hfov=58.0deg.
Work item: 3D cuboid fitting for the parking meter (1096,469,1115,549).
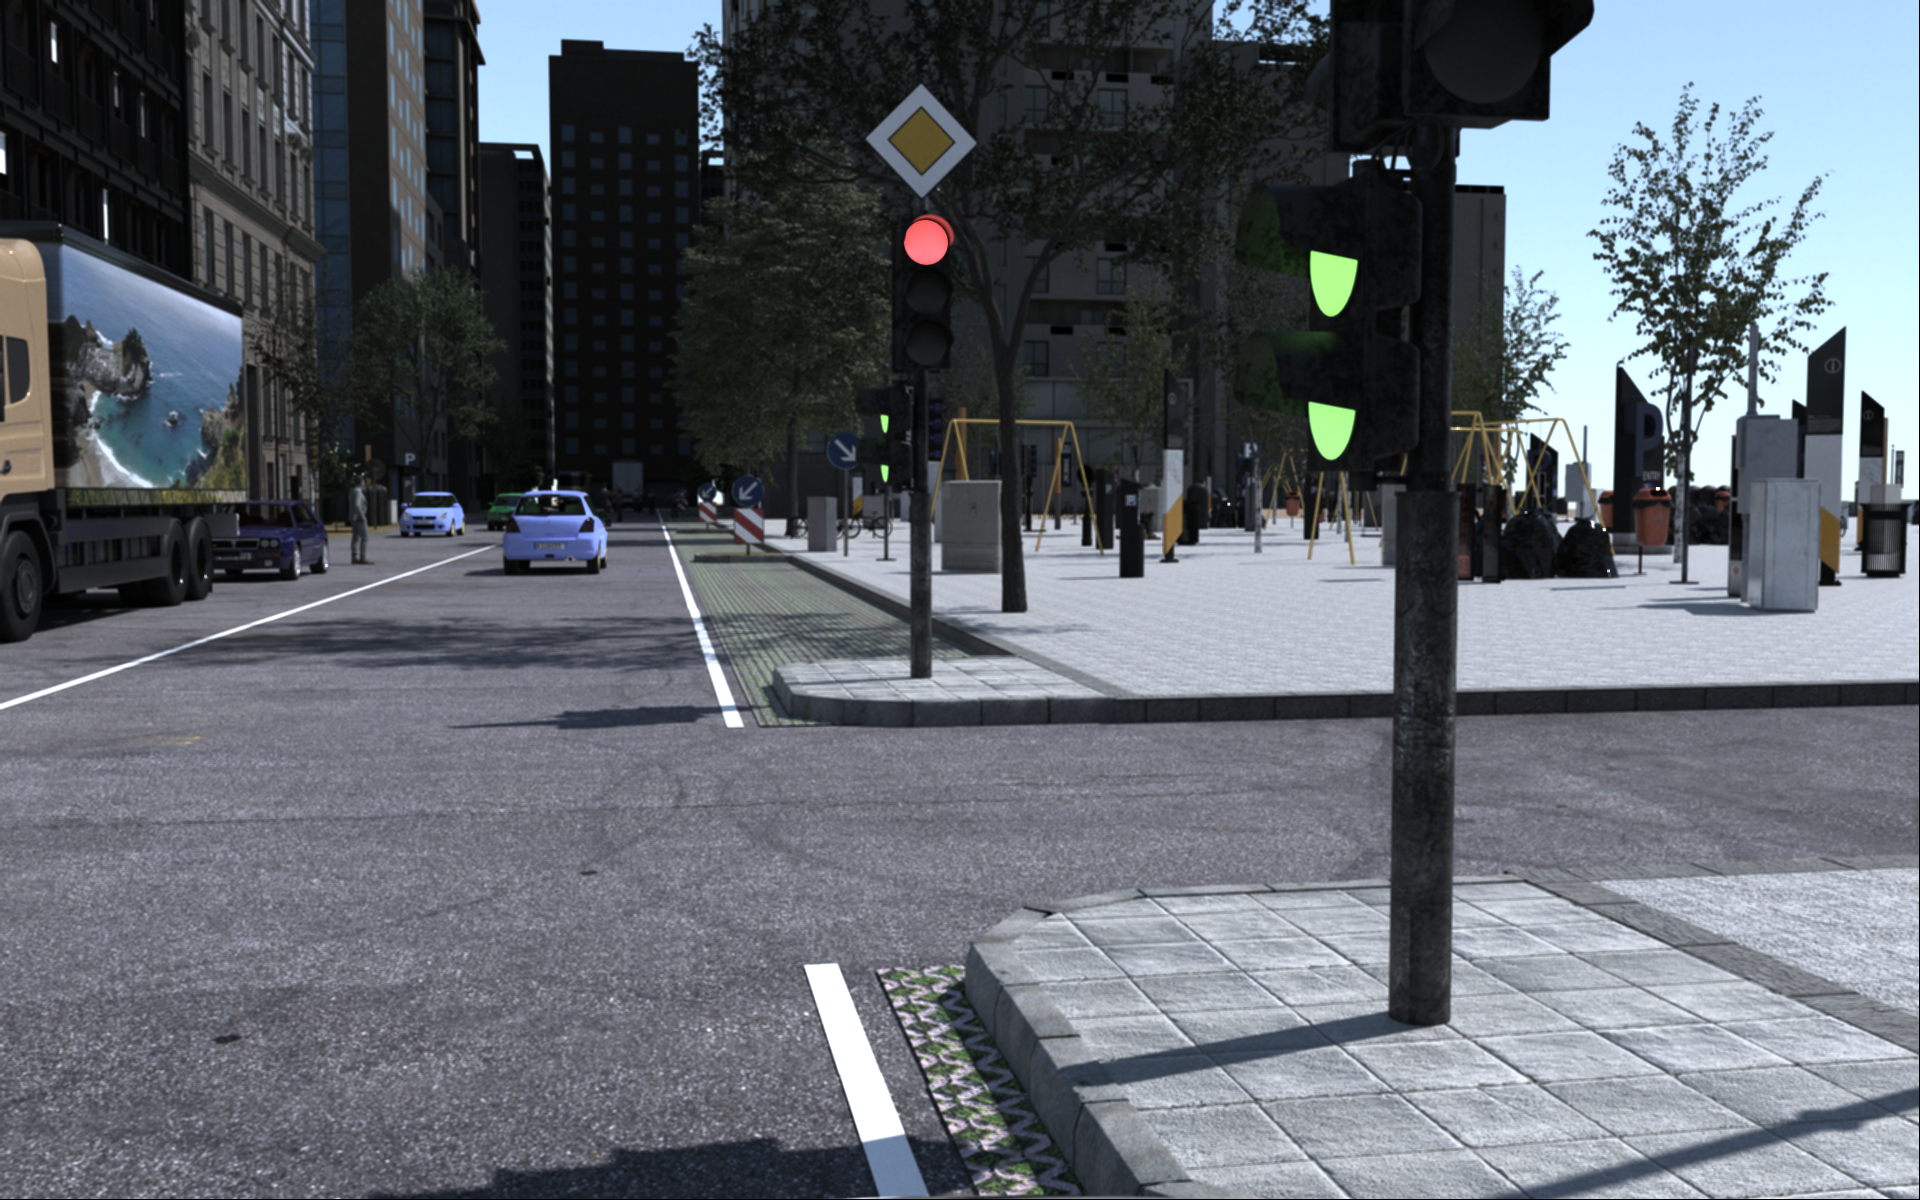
[{"bbox_3d":[3.371,-2.111,40.225,0.399,1.863,0.255,-3,5,-40],"label":"parking meter"}]

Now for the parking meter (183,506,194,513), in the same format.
[{"bbox_3d":[-16.200,-1.698,36.168,0.372,1.533,0.369,0,3,0],"label":"parking meter"}]

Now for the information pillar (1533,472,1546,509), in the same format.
[{"bbox_3d":[19.678,-3.325,58.862,0.304,2.012,0.304,-1,4,-12],"label":"information pillar"}]

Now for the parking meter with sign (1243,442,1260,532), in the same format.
[{"bbox_3d":[9.990,-3.843,59.094,0.543,3.016,1.738,1,4,14],"label":"parking meter with sign"}]

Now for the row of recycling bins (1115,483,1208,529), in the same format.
[{"bbox_3d":[7.418,-3.466,63.779,3.534,1.692,1.069,1,4,20],"label":"row of recycling bins"}]

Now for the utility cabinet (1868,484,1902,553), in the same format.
[{"bbox_3d":[19.966,-1.757,37.402,0.318,1.500,1.173,3,5,44],"label":"utility cabinet"}]

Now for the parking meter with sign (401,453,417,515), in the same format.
[{"bbox_3d":[-22.935,-4.632,72.000,0.543,3.016,1.738,-1,4,-11],"label":"parking meter with sign"}]

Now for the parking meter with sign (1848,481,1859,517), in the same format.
[{"bbox_3d":[50.899,-6.206,97.731,1.738,3.016,0.543,-1,4,-11],"label":"parking meter with sign"}]

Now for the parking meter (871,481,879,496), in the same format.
[{"bbox_3d":[-3.928,-4.539,79.925,0.255,1.863,0.399,2,4,29],"label":"parking meter"}]

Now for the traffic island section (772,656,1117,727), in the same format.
[{"bbox_3d":[-0.250,0.622,12.114,2.009,0.180,2.903,-1,4,-10],"label":"traffic island section"}]

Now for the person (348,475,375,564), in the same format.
[{"bbox_3d":[-12.294,-1.639,35.398,0.391,1.810,0.635,-3,5,-43],"label":"person"}]

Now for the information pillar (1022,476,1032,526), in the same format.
[{"bbox_3d":[2.719,-4.048,70.669,0.304,2.012,0.304,3,4,38],"label":"information pillar"}]

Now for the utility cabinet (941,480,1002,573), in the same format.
[{"bbox_3d":[0.236,-1.199,28.280,1.173,1.500,0.318,3,4,38],"label":"utility cabinet"}]

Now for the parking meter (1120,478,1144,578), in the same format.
[{"bbox_3d":[2.650,-1.117,26.674,0.372,1.533,0.369,0,3,0],"label":"parking meter"}]

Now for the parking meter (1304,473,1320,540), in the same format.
[{"bbox_3d":[9.948,-2.644,48.933,0.399,1.863,0.255,-1,4,-17],"label":"parking meter"}]

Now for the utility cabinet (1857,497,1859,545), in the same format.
[{"bbox_3d":[23.053,-1.988,43.664,1.020,1.237,0.306,-2,4,-31],"label":"utility cabinet"}]

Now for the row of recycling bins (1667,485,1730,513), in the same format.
[{"bbox_3d":[35.350,-4.627,82.765,1.069,1.692,3.534,-2,4,-29],"label":"row of recycling bins"}]

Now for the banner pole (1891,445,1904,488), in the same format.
[{"bbox_3d":[47.388,-5.973,87.674,0.863,3.779,0.401,0,4,-6],"label":"banner pole"}]

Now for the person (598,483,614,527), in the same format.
[{"bbox_3d":[-15.547,-4.164,75.942,0.474,1.900,0.648,3,5,40],"label":"person"}]

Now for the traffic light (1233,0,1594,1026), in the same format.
[{"bbox_3d":[1.108,-0.930,4.131,0.839,4.253,0.868,-1,4,-10],"label":"traffic light"}]

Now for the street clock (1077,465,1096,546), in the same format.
[{"bbox_3d":[3.137,-2.335,42.748,0.471,2.002,0.358,3,4,36],"label":"street clock"}]

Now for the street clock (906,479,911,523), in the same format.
[{"bbox_3d":[-2.153,-4.434,77.067,0.471,2.002,0.358,1,4,18],"label":"street clock"}]

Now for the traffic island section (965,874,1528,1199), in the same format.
[{"bbox_3d":[1.149,1.103,4.252,2.009,0.180,2.903,-1,4,-10],"label":"traffic island section"}]

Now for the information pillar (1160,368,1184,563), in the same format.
[{"bbox_3d":[3.979,-2.510,32.386,0.504,3.616,0.183,-3,5,-44],"label":"information pillar"}]

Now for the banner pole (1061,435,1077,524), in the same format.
[{"bbox_3d":[4.664,-5.108,73.533,0.863,3.779,0.401,1,4,20],"label":"banner pole"}]

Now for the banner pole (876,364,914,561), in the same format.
[{"bbox_3d":[-1.194,-2.651,33.367,0.863,3.779,0.401,0,4,-1],"label":"banner pole"}]

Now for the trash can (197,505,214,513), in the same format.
[{"bbox_3d":[-16.904,-1.642,38.498,0.748,1.137,0.748,0,3,0],"label":"trash can"}]

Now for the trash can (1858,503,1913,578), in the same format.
[{"bbox_3d":[14.270,-0.923,26.743,0.748,1.137,0.748,0,3,0],"label":"trash can"}]

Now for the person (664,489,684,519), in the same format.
[{"bbox_3d":[-16.628,-5.601,100.787,1.217,1.736,0.721,1,4,9],"label":"person"}]

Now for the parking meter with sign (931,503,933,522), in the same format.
[{"bbox_3d":[-1.281,-5.042,78.704,1.738,3.016,0.543,-1,4,-10],"label":"parking meter with sign"}]

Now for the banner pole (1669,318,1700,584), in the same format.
[{"bbox_3d":[10.300,-2.109,24.501,0.401,3.779,0.863,1,4,21],"label":"banner pole"}]

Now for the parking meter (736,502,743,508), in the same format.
[{"bbox_3d":[-9.913,-4.441,78.326,0.399,1.863,0.255,-3,5,-41],"label":"parking meter"}]

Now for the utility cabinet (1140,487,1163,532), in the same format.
[{"bbox_3d":[6.384,-3.010,57.886,0.318,1.500,1.173,-2,4,-28],"label":"utility cabinet"}]

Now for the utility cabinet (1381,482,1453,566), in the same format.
[{"bbox_3d":[8.028,-1.330,30.425,1.173,1.500,0.318,0,4,6],"label":"utility cabinet"}]

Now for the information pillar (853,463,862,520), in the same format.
[{"bbox_3d":[-5.068,-5.752,85.405,0.504,3.616,0.183,-1,4,-22],"label":"information pillar"}]

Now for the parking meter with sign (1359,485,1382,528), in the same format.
[{"bbox_3d":[15.994,-4.328,67.017,0.543,3.016,1.738,-1,4,-22],"label":"parking meter with sign"}]

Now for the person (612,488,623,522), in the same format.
[{"bbox_3d":[-17.728,-4.922,89.696,0.721,1.743,1.217,1,4,13],"label":"person"}]

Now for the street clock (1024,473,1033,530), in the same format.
[{"bbox_3d":[2.362,-3.371,59.682,0.358,2.002,0.471,0,4,7],"label":"street clock"}]

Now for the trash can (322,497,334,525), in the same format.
[{"bbox_3d":[-26.439,-3.701,72.159,0.748,1.137,0.748,0,3,0],"label":"trash can"}]

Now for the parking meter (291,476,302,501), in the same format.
[{"bbox_3d":[-21.332,-3.059,55.721,0.255,1.863,0.399,0,4,-2],"label":"parking meter"}]

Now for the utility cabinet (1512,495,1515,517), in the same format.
[{"bbox_3d":[25.022,-4.177,79.462,1.020,1.237,0.306,2,4,28],"label":"utility cabinet"}]

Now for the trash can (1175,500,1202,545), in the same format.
[{"bbox_3d":[5.713,-1.954,43.607,0.748,1.137,0.748,0,3,0],"label":"trash can"}]

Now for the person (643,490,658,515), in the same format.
[{"bbox_3d":[-21.075,-6.658,118.094,1.217,1.736,0.721,2,4,27],"label":"person"}]

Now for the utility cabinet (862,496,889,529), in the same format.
[{"bbox_3d":[-3.087,-3.193,63.375,1.020,1.237,0.306,3,4,37],"label":"utility cabinet"}]

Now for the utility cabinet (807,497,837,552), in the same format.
[{"bbox_3d":[-3.084,-1.691,38.814,0.306,1.237,1.020,-2,4,-28],"label":"utility cabinet"}]

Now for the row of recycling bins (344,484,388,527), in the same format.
[{"bbox_3d":[-23.671,-3.799,69.231,1.069,1.692,3.534,0,4,-2],"label":"row of recycling bins"}]

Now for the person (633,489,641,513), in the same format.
[{"bbox_3d":[-24.919,-7.670,133.769,0.709,1.838,0.599,1,4,17],"label":"person"}]

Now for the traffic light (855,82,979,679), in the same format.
[{"bbox_3d":[-0.291,-1.411,11.993,0.839,4.253,0.868,-1,4,-10],"label":"traffic light"}]

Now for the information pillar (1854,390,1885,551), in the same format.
[{"bbox_3d":[20.536,-2.919,39.086,0.504,3.616,0.183,1,4,11],"label":"information pillar"}]

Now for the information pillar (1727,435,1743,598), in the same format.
[{"bbox_3d":[9.776,-1.040,21.496,0.304,2.012,0.304,-1,4,-14],"label":"information pillar"}]

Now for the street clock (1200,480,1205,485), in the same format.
[{"bbox_3d":[12.609,-5.232,90.112,0.358,2.002,0.471,1,4,19],"label":"street clock"}]
